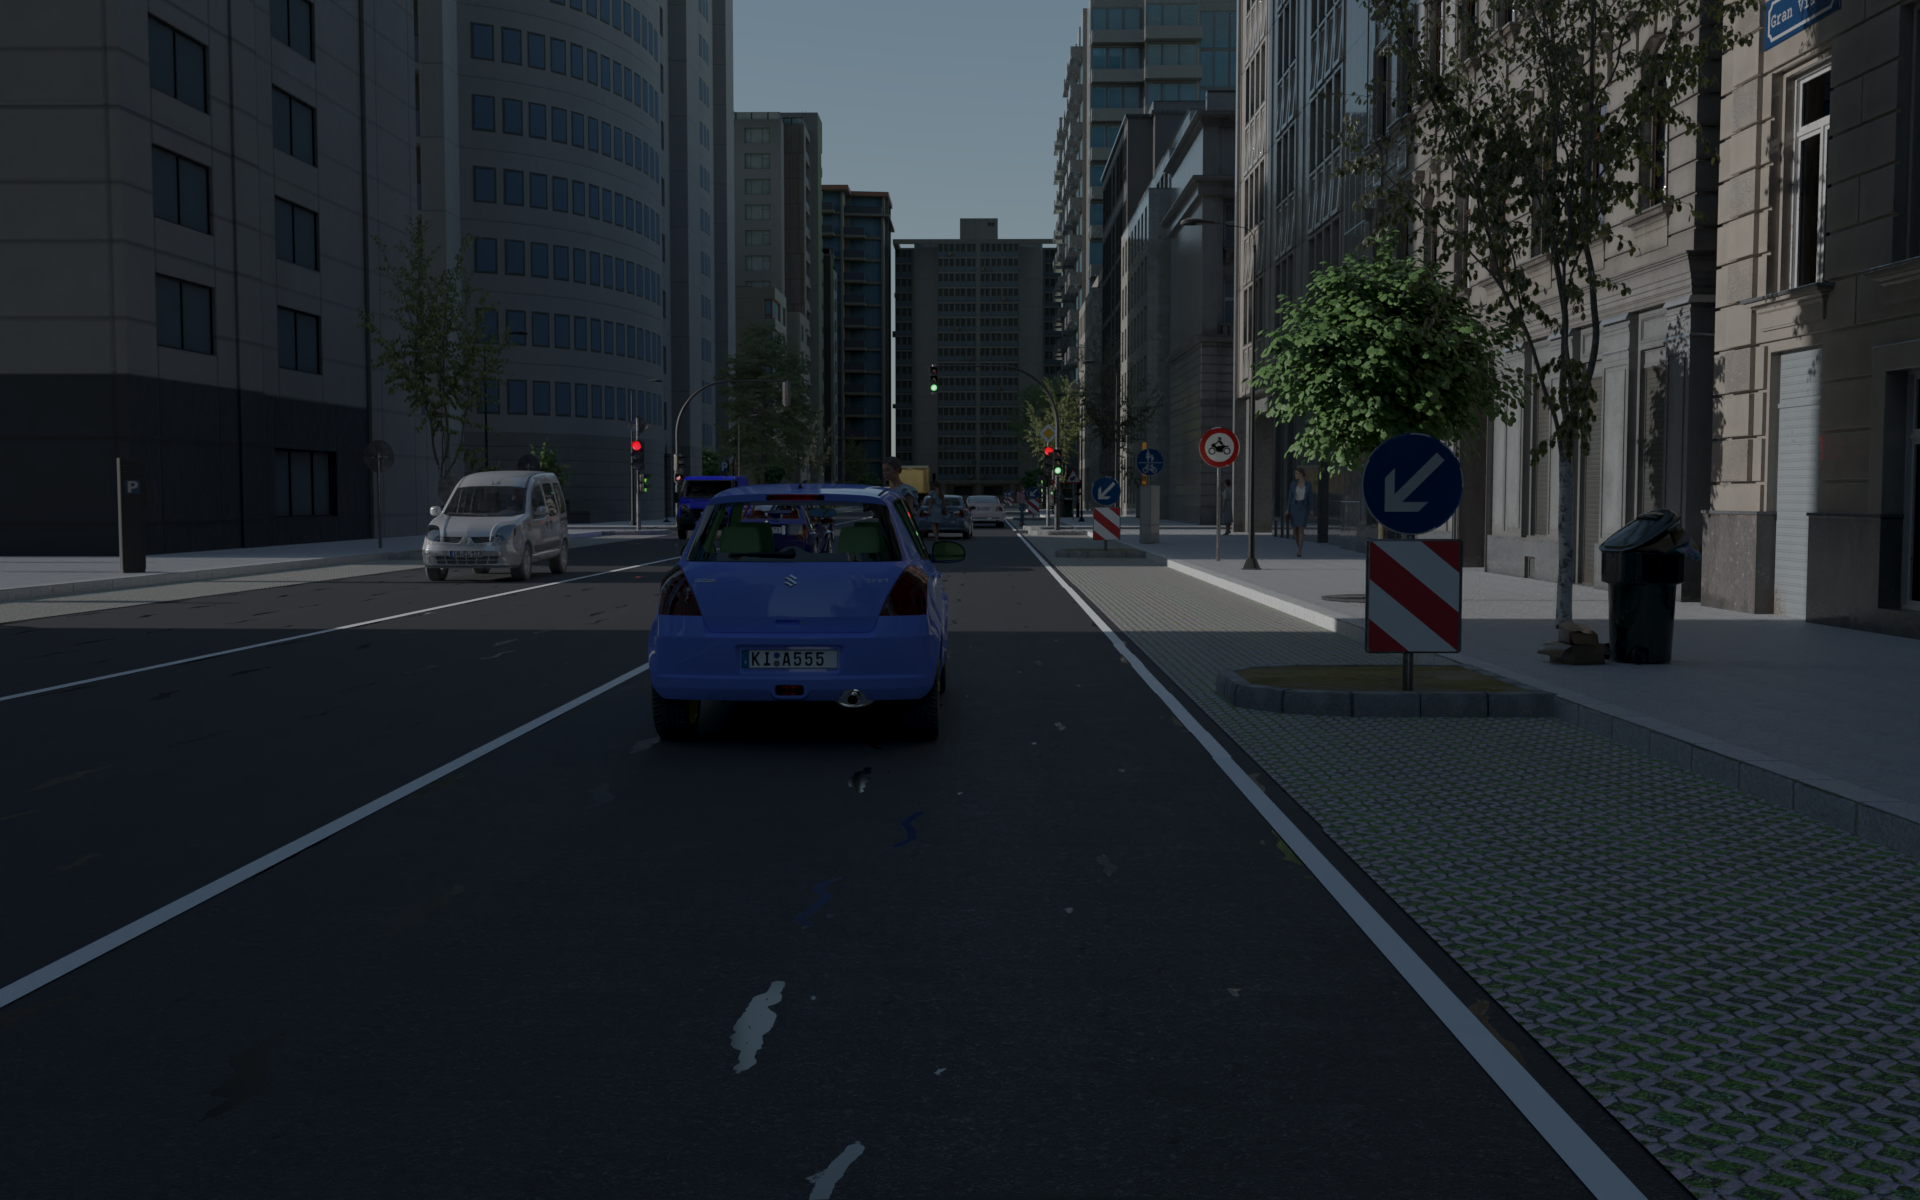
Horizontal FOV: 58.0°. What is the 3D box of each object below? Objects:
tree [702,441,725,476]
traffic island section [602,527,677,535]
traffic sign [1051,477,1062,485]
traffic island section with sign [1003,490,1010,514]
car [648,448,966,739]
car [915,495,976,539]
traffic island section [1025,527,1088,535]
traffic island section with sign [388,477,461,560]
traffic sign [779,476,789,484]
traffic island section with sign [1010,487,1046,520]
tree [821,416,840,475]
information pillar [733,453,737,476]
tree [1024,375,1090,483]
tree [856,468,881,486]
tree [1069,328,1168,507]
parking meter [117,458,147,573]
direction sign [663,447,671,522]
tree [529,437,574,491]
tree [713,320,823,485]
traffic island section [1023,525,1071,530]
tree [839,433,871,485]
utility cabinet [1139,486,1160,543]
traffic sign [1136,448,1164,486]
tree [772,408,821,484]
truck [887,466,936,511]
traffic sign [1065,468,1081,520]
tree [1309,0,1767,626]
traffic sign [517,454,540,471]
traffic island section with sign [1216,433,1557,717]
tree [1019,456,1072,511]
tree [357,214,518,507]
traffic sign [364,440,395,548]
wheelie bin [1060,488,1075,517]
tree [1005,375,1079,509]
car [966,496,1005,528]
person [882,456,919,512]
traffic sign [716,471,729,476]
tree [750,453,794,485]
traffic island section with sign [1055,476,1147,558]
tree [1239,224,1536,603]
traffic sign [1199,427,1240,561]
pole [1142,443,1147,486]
[{"bbox_3d":[-15.609,-7.341,103.743,4.285,4.588,4.351,0,3,0],"label":"tree"},{"bbox_3d":[-11.397,-2.391,61.380,2.009,0.180,2.903,0,4,1],"label":"traffic island section"},{"bbox_3d":[6.152,-6.725,110.053,0.768,2.556,0.104,0,4,1],"label":"traffic sign"},{"bbox_3d":[4.217,-6.898,121.417,1.989,1.847,2.006,0,4,1],"label":"traffic island section with sign"},{"bbox_3d":[-0.936,-0.112,11.417,1.945,1.707,3.694,0,4,0],"label":"car"},{"bbox_3d":[-0.493,-2.712,56.340,2.014,1.417,4.499,0,4,2],"label":"car"},{"bbox_3d":[3.444,-2.380,61.188,2.009,0.180,2.903,0,4,1],"label":"traffic island section"},{"bbox_3d":[-11.367,-1.819,38.375,1.989,1.847,2.006,0,4,1],"label":"traffic island section with sign"},{"bbox_3d":[-12.566,-7.565,123.692,0.884,2.594,0.081,0,4,1],"label":"traffic sign"},{"bbox_3d":[3.870,-5.236,94.243,1.989,1.847,2.006,0,4,1],"label":"traffic island section with sign"},{"bbox_3d":[-12.317,-11.857,144.228,4.360,8.622,3.978,0,3,0],"label":"tree"},{"bbox_3d":[-12.793,-6.548,98.421,0.183,3.616,0.504,1,4,12],"label":"information pillar"},{"bbox_3d":[6.086,-9.544,106.412,4.737,8.622,4.395,0,3,0],"label":"tree"},{"bbox_3d":[-11.567,-14.272,217.057,4.285,4.588,4.351,0,3,0],"label":"tree"},{"bbox_3d":[6.659,-7.684,76.003,4.360,8.622,3.978,0,3,0],"label":"tree"},{"bbox_3d":[-13.472,-1.376,28.205,0.399,1.863,0.255,-3,4,-36],"label":"parking meter"},{"bbox_3d":[-13.334,-5.300,78.646,0.379,3.537,0.876,-1,4,-10],"label":"direction sign"},{"bbox_3d":[-13.921,-3.926,58.790,1.663,3.219,1.824,0,3,0],"label":"tree"},{"bbox_3d":[-12.628,-11.945,113.424,7.486,12.596,7.792,0,3,0],"label":"tree"},{"bbox_3d":[3.545,-2.868,69.172,2.009,0.180,2.903,0,4,1],"label":"traffic island section"},{"bbox_3d":[-12.484,-15.814,208.914,4.737,8.622,4.395,0,3,0],"label":"tree"},{"bbox_3d":[4.944,-2.236,45.239,0.318,1.500,1.173,1,4,17],"label":"utility cabinet"},{"bbox_3d":[5.259,-2.934,48.079,0.768,2.556,0.104,0,4,1],"label":"traffic sign"},{"bbox_3d":[-13.725,-11.510,138.557,4.360,8.622,3.978,0,3,0],"label":"tree"},{"bbox_3d":[-3.373,-7.431,117.424,3.469,3.379,9.791,0,4,-1],"label":"truck"},{"bbox_3d":[5.625,-5.260,86.009,0.884,2.594,0.081,1,4,9],"label":"traffic sign"},{"bbox_3d":[5.632,-4.049,16.564,4.360,8.622,3.978,0,3,0],"label":"tree"},{"bbox_3d":[-13.787,-3.380,55.374,0.768,2.556,0.104,0,4,7],"label":"traffic sign"},{"bbox_3d":[2.835,-0.206,11.999,1.989,1.847,2.006,0,4,1],"label":"traffic island section with sign"},{"bbox_3d":[6.935,-8.938,129.854,4.285,4.588,4.351,0,3,0],"label":"tree"},{"bbox_3d":[-13.653,-5.818,45.494,4.737,8.622,4.395,0,3,0],"label":"tree"},{"bbox_3d":[-13.706,-2.494,40.877,0.768,2.556,0.104,0,4,7],"label":"traffic sign"},{"bbox_3d":[5.798,-5.337,95.163,0.980,1.594,0.693,-1,4,-23],"label":"wheelie bin"},{"bbox_3d":[7.554,-13.765,150.805,9.928,11.665,9.643,0,3,0],"label":"tree"},{"bbox_3d":[0.957,-3.863,75.516,2.083,1.381,4.827,0,4,-1],"label":"car"},{"bbox_3d":[-0.649,-0.549,17.570,0.778,1.811,0.616,-2,4,-24],"label":"person"},{"bbox_3d":[-12.873,-5.730,93.797,0.768,2.556,0.104,0,4,8],"label":"traffic sign"},{"bbox_3d":[-13.813,-8.733,126.495,4.285,4.588,4.351,0,3,0],"label":"tree"},{"bbox_3d":[3.175,-1.888,39.497,1.989,1.847,2.006,0,4,1],"label":"traffic island section with sign"},{"bbox_3d":[5.049,-2.276,20.927,4.285,4.588,4.351,0,3,0],"label":"tree"},{"bbox_3d":[4.943,-2.016,33.067,0.768,2.556,0.104,0,4,5],"label":"traffic sign"},{"bbox_3d":[7.316,-4.574,68.632,0.158,3.312,0.155,0,3,0],"label":"pole"}]
